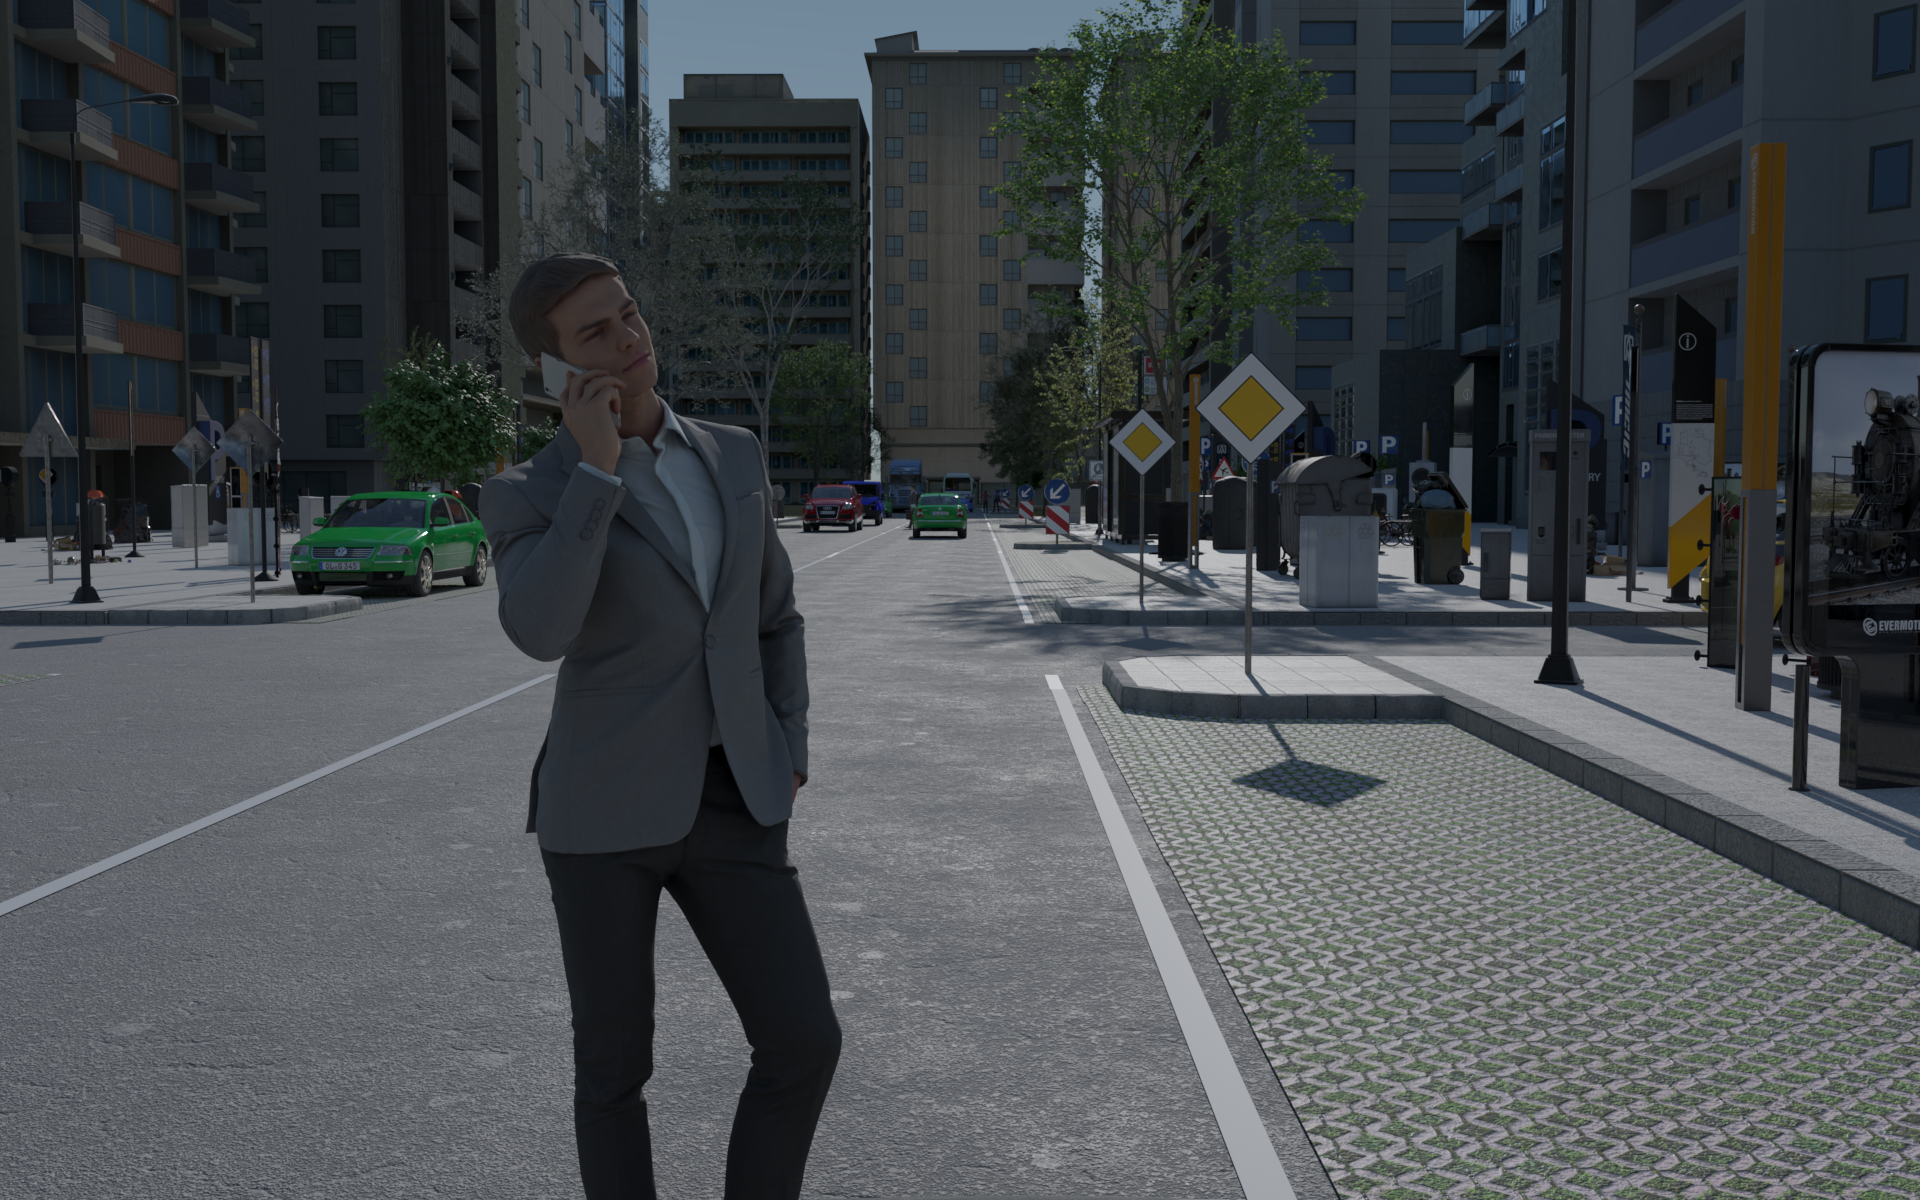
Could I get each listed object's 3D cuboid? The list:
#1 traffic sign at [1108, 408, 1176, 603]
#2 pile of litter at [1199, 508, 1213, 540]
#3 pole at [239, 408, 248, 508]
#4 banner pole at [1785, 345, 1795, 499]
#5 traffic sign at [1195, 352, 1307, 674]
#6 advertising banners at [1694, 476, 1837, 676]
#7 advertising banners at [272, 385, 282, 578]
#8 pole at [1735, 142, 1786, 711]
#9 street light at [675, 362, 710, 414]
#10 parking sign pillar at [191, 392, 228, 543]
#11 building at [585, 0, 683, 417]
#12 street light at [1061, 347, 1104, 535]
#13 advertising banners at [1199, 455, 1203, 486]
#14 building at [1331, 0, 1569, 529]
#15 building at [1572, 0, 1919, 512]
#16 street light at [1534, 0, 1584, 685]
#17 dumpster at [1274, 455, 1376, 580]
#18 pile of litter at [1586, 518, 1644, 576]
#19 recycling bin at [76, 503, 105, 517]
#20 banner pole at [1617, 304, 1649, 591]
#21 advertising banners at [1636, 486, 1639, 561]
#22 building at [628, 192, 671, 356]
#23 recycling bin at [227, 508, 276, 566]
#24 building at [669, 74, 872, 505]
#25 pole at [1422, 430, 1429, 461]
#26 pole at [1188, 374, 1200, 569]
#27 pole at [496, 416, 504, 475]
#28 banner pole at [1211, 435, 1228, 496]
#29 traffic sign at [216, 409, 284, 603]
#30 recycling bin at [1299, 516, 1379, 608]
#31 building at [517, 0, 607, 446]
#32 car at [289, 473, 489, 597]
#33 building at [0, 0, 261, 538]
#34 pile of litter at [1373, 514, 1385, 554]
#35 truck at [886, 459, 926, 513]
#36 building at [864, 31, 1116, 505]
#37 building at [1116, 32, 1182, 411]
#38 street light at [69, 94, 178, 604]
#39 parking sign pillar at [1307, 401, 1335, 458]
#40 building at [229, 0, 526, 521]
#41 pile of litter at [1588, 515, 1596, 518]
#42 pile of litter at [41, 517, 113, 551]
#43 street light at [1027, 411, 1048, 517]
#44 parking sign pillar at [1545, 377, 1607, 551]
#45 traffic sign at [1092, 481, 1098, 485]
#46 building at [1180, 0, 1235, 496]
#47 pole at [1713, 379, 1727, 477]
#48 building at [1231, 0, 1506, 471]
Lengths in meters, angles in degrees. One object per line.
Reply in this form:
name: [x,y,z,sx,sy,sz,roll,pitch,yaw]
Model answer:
traffic sign: [2.131,-1.020,20.312,0.795,2.450,0.064,0,4,1]
pile of litter: [7.266,-2.127,48.740,1.719,0.858,1.176,-2,4,-32]
pole: [-17.018,-2.898,41.224,0.158,3.312,0.155,0,3,0]
banner pole: [13.913,-2.382,28.968,0.401,3.779,0.863,1,4,11]
traffic sign: [2.058,-0.531,12.327,0.795,2.450,0.064,0,4,1]
advertising banners: [6.129,-0.968,12.008,0.090,3.025,2.074,-3,4,-37]
advertising banners: [-10.771,-1.904,27.315,0.090,3.025,2.074,-1,4,-20]
pole: [4.716,-1.001,10.205,0.158,3.312,0.155,0,3,0]
street light: [-9.425,-5.407,60.943,1.470,5.913,1.316,0,4,1]
parking sign pillar: [-20.059,-3.536,46.294,1.447,3.967,1.447,0,4,-4]
building: [-38.890,-50.915,145.128,31.000,86.520,22.319,0,4,1]
street light: [3.888,-5.032,54.820,1.470,5.913,1.316,0,4,1]
advertising banners: [7.474,-3.652,55.898,0.090,3.025,2.074,2,4,31]
building: [29.797,-46.308,69.808,22.319,86.520,31.000,0,4,1]
building: [63.950,-36.886,145.080,28.212,58.520,21.231,0,4,1]
street light: [3.533,-2.390,11.617,1.470,5.913,1.316,0,4,1]
dumpster: [5.604,-1.274,26.591,1.264,1.857,1.865,0,4,1]
pile of litter: [10.104,-0.828,27.502,1.719,0.858,1.176,-1,4,-8]
recycling bin: [-24.522,-2.222,48.876,0.722,1.027,0.722,-2,4,-28]
banner pole: [8.826,-2.005,22.800,0.401,3.779,0.863,3,4,39]
advertising banners: [13.076,-2.261,33.153,0.090,3.025,2.074,2,4,34]
building: [-44.421,-31.681,209.863,23.993,40.220,32.217,0,4,1]
recycling bin: [-12.784,-1.149,31.335,0.722,1.027,0.722,-3,4,-39]
building: [-21.662,-35.471,203.657,21.600,48.544,21.300,0,4,1]
pole: [14.924,-3.778,55.617,0.158,3.312,0.155,0,3,0]
pole: [4.010,-2.190,29.658,0.158,3.312,0.155,0,3,0]
pole: [-11.580,-3.045,43.633,0.158,3.312,0.155,0,3,0]
banner pole: [10.901,-5.090,73.234,0.863,3.779,0.401,1,4,15]
traffic sign: [-8.362,-1.027,20.429,0.795,2.450,0.064,0,4,1]
recycling bin: [4.324,-0.442,19.787,0.722,1.027,0.722,0,4,-6]
building: [-37.924,-31.773,108.730,28.713,52.752,27.495,0,4,1]
car: [-8.268,-1.014,25.383,1.959,1.807,4.718,0,3,0]
building: [-37.101,-24.573,56.400,22.147,44.769,28.867,0,4,1]
pile of litter: [8.679,-1.448,37.632,1.176,0.858,1.719,1,4,22]
truck: [-3.959,-9.000,136.906,2.967,4.110,18.799,0,4,1]
building: [3.297,-37.751,206.469,27.495,52.752,28.713,0,4,1]
building: [30.795,-37.767,206.736,27.495,52.752,28.713,0,4,1]
street light: [-9.773,-2.919,20.260,1.470,5.913,1.316,0,4,1]
parking sign pillar: [10.536,-3.795,50.520,1.447,3.967,1.447,2,4,31]
building: [-30.524,-19.236,86.209,14.160,30.474,14.107,0,4,1]
pile of litter: [13.059,-1.391,36.701,1.176,0.858,1.719,1,4,19]
pile of litter: [-20.171,-1.567,39.587,1.176,0.858,1.719,3,5,40]
street light: [4.234,-7.515,95.406,1.470,5.913,1.316,0,4,1]
parking sign pillar: [14.139,-3.139,39.787,1.447,3.967,1.447,0,4,5]
traffic sign: [7.247,-5.560,91.019,0.768,2.556,0.104,0,4,5]
building: [30.477,-31.940,145.913,21.300,48.544,21.600,0,4,1]
pole: [13.460,-2.255,30.718,0.158,3.312,0.155,0,3,0]
building: [29.678,-35.355,120.061,21.231,58.520,28.212,0,4,1]
